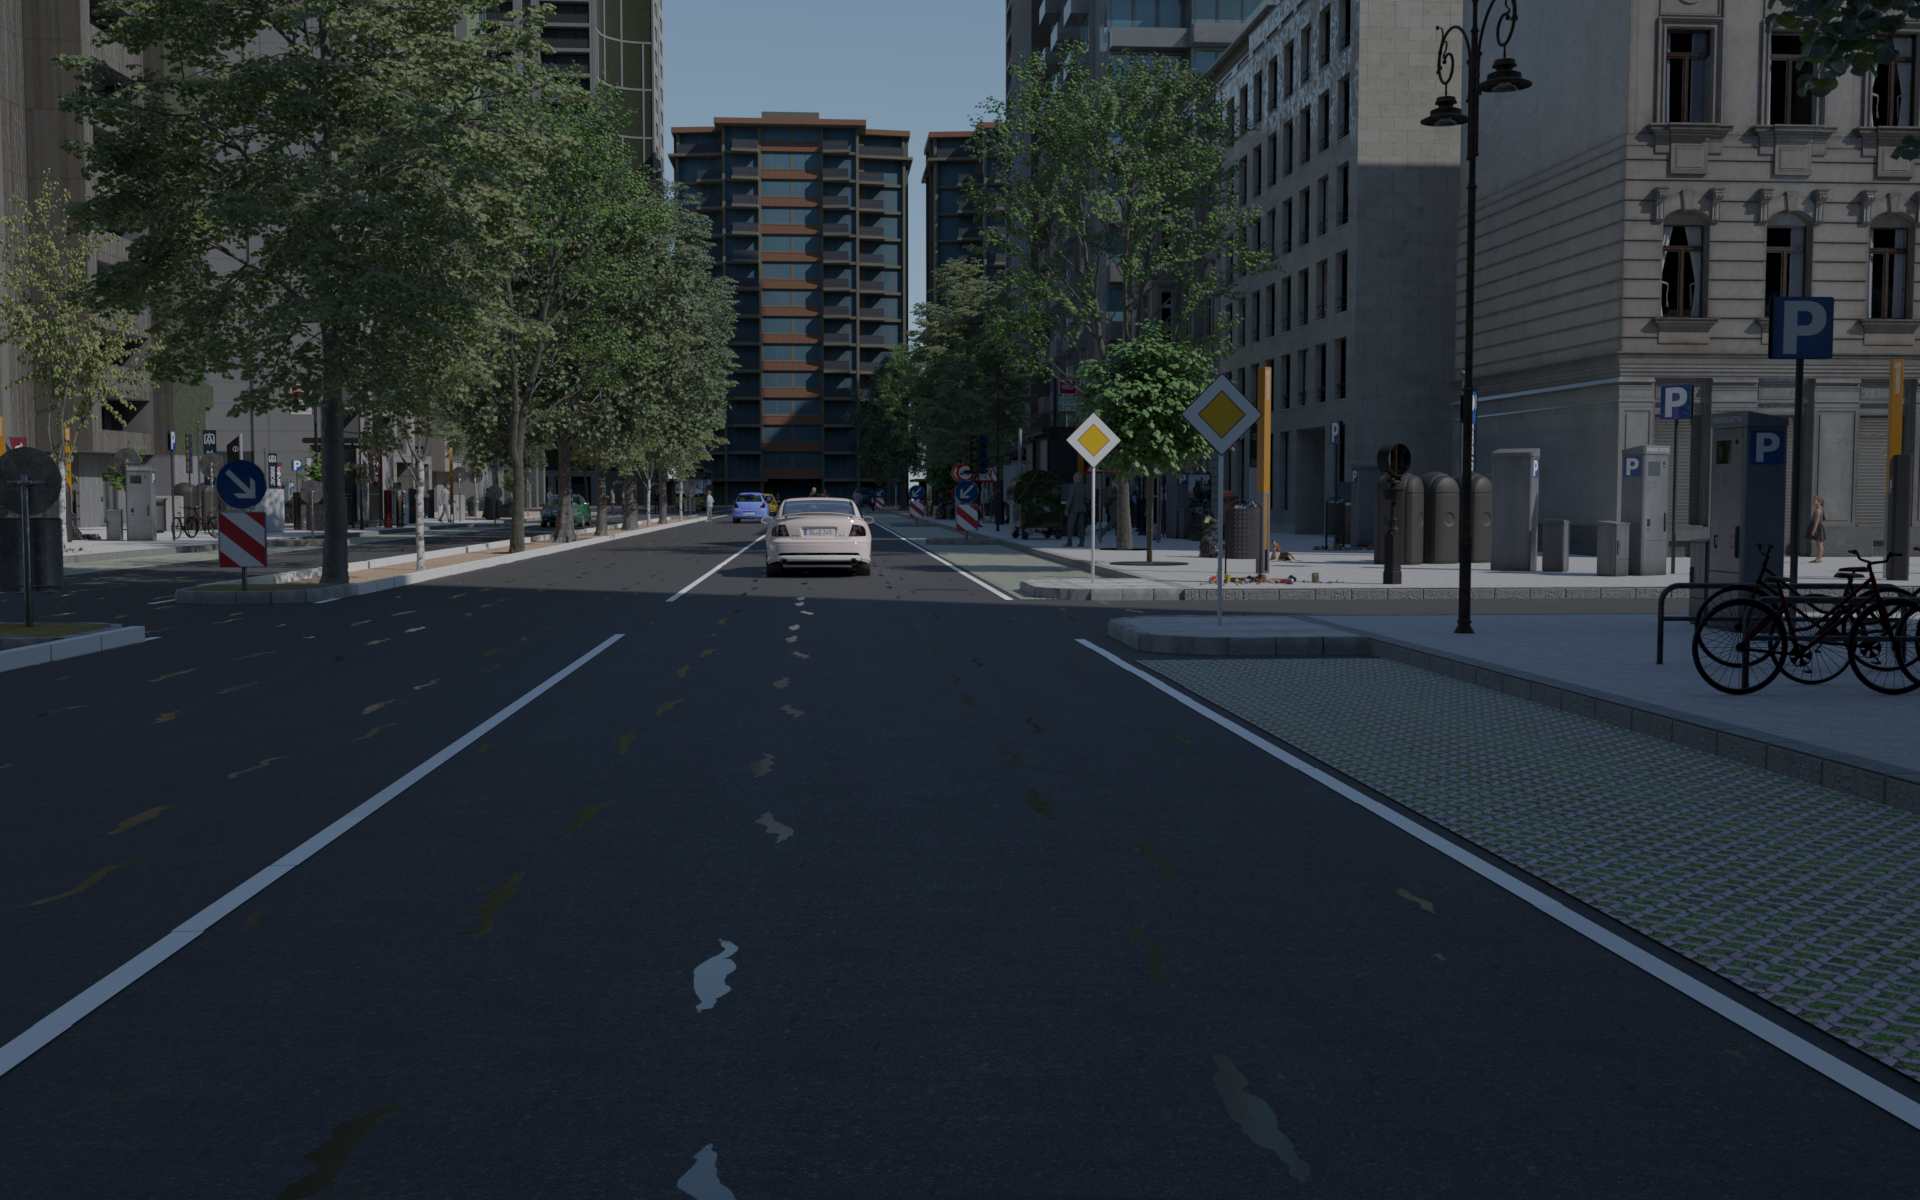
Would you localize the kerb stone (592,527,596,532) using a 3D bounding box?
[{"bbox_3d":[-13.829,-2.604,64.764,0.120,0.150,1.000,0,4,-4],"label":"kerb stone"}]

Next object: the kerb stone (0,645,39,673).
[{"bbox_3d":[-7.783,0.485,14.274,0.120,0.150,1.000,0,4,-4],"label":"kerb stone"}]

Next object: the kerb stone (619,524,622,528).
[{"bbox_3d":[-14.473,-3.104,72.952,0.120,0.150,1.000,0,4,-4],"label":"kerb stone"}]

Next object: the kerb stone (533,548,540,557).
[{"bbox_3d":[-9.738,-1.048,39.333,0.120,0.150,1.000,0,4,-4],"label":"kerb stone"}]

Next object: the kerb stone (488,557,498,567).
[{"bbox_3d":[-9.330,-0.730,34.227,0.120,0.150,1.000,0,4,-4],"label":"kerb stone"}]

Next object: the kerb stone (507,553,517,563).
[{"bbox_3d":[-9.491,-0.858,36.273,0.120,0.150,1.000,0,4,-4],"label":"kerb stone"}]

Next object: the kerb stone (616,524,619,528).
[{"bbox_3d":[-14.393,-3.042,71.933,0.120,0.150,1.000,0,4,-4],"label":"kerb stone"}]

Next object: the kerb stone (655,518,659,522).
[{"bbox_3d":[-15.743,-4.106,89.332,0.120,0.150,1.000,0,4,-4],"label":"kerb stone"}]

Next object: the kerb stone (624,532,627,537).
[{"bbox_3d":[-11.098,-2.111,56.706,0.120,0.150,1.000,0,4,-4],"label":"kerb stone"}]

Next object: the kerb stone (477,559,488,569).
[{"bbox_3d":[-9.262,-0.673,33.206,0.120,0.150,1.000,0,4,-4],"label":"kerb stone"}]

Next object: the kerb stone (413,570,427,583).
[{"bbox_3d":[-8.859,-0.358,28.095,0.120,0.150,1.000,0,4,-4],"label":"kerb stone"}]

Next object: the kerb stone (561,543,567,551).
[{"bbox_3d":[-10.052,-1.296,43.418,0.120,0.150,1.000,0,4,-4],"label":"kerb stone"}]

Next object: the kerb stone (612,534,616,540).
[{"bbox_3d":[-10.857,-1.924,53.649,0.120,0.150,1.000,0,4,-4],"label":"kerb stone"}]

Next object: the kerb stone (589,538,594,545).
[{"bbox_3d":[-10.455,-1.611,48.536,0.120,0.150,1.000,0,4,-4],"label":"kerb stone"}]

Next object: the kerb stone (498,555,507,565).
[{"bbox_3d":[-9.426,-0.793,35.250,0.120,0.150,1.000,0,4,-4],"label":"kerb stone"}]

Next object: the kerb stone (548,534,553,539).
[{"bbox_3d":[-13.028,-1.978,54.541,0.120,0.150,1.000,0,4,-4],"label":"kerb stone"}]

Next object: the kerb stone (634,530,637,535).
[{"bbox_3d":[-11.335,-2.298,59.774,0.120,0.150,1.000,0,4,-4],"label":"kerb stone"}]

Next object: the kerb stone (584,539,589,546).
[{"bbox_3d":[-10.378,-1.546,47.513,0.120,0.150,1.000,0,4,-4],"label":"kerb stone"}]

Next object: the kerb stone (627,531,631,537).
[{"bbox_3d":[-11.169,-2.174,57.734,0.120,0.150,1.000,0,4,-4],"label":"kerb stone"}]

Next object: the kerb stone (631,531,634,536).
[{"bbox_3d":[-11.256,-2.229,58.753,0.120,0.150,1.000,0,4,-4],"label":"kerb stone"}]

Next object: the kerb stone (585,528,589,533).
[{"bbox_3d":[-13.667,-2.477,62.717,0.120,0.150,1.000,0,4,-4],"label":"kerb stone"}]

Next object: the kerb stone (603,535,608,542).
[{"bbox_3d":[-10.689,-1.796,51.599,0.120,0.150,1.000,0,4,-4],"label":"kerb stone"}]

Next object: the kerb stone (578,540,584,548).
[{"bbox_3d":[-10.294,-1.486,46.494,0.120,0.150,1.000,0,4,-4],"label":"kerb stone"}]

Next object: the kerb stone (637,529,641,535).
[{"bbox_3d":[-11.407,-2.361,60.794,0.120,0.150,1.000,0,4,-4],"label":"kerb stone"}]

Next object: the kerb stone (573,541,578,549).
[{"bbox_3d":[-10.215,-1.423,45.469,0.120,0.150,1.000,0,4,-4],"label":"kerb stone"}]

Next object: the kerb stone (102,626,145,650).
[{"bbox_3d":[-7.937,0.360,16.316,0.120,0.150,1.000,0,4,-4],"label":"kerb stone"}]

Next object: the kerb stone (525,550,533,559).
[{"bbox_3d":[-9.654,-0.986,38.311,0.120,0.150,1.000,0,4,-4],"label":"kerb stone"}]

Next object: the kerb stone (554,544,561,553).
[{"bbox_3d":[-9.973,-1.235,42.397,0.120,0.150,1.000,0,4,-4],"label":"kerb stone"}]

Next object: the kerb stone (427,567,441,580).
[{"bbox_3d":[-8.944,-0.423,29.118,0.120,0.150,1.000,0,4,-4],"label":"kerb stone"}]

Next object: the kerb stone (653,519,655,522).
[{"bbox_3d":[-15.588,-3.976,87.288,0.120,0.150,1.000,0,4,-4],"label":"kerb stone"}]

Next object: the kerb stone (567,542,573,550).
[{"bbox_3d":[-10.131,-1.360,44.438,0.120,0.150,1.000,0,4,-4],"label":"kerb stone"}]

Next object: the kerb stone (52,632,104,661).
[{"bbox_3d":[-7.856,0.422,15.293,0.120,0.150,1.000,0,4,-4],"label":"kerb stone"}]

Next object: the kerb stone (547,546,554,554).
[{"bbox_3d":[-9.889,-1.173,41.378,0.120,0.150,1.000,0,4,-4],"label":"kerb stone"}]

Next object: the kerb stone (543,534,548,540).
[{"bbox_3d":[-12.944,-1.916,53.522,0.120,0.150,1.000,0,4,-4],"label":"kerb stone"}]

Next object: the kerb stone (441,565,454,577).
[{"bbox_3d":[-9.025,-0.485,30.139,0.120,0.150,1.000,0,4,-4],"label":"kerb stone"}]

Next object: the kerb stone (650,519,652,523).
[{"bbox_3d":[-15.414,-3.856,85.236,0.120,0.150,1.000,0,4,-4],"label":"kerb stone"}]

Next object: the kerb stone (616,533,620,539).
[{"bbox_3d":[-10.939,-1.986,54.668,0.120,0.150,1.000,0,4,-4],"label":"kerb stone"}]

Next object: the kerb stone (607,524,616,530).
[{"bbox_3d":[-14.310,-2.980,70.914,0.120,0.150,1.000,0,4,-4],"label":"kerb stone"}]

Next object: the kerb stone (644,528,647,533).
[{"bbox_3d":[-11.576,-2.486,62.837,0.120,0.150,1.000,0,4,-4],"label":"kerb stone"}]

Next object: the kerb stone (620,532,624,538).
[{"bbox_3d":[-11.007,-2.048,55.688,0.120,0.150,1.000,0,4,-4],"label":"kerb stone"}]

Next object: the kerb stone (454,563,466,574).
[{"bbox_3d":[-9.101,-0.548,31.158,0.120,0.150,1.000,0,4,-4],"label":"kerb stone"}]

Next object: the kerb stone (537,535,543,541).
[{"bbox_3d":[-12.870,-1.845,52.486,0.120,0.150,1.000,0,4,-4],"label":"kerb stone"}]

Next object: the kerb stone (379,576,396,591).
[{"bbox_3d":[-8.698,-0.235,26.043,0.120,0.150,1.000,0,4,-4],"label":"kerb stone"}]

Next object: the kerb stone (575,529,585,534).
[{"bbox_3d":[-13.591,-2.414,61.690,0.120,0.150,1.000,0,4,-4],"label":"kerb stone"}]

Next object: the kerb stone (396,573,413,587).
[{"bbox_3d":[-8.774,-0.296,27.075,0.120,0.150,1.000,0,4,-4],"label":"kerb stone"}]

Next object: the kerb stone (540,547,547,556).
[{"bbox_3d":[-9.816,-1.111,40.354,0.120,0.150,1.000,0,4,-4],"label":"kerb stone"}]

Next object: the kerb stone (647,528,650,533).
[{"bbox_3d":[-11.651,-2.543,63.857,0.120,0.150,1.000,0,4,-4],"label":"kerb stone"}]

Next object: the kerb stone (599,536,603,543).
[{"bbox_3d":[-10.613,-1.736,50.579,0.120,0.150,1.000,0,4,-4],"label":"kerb stone"}]

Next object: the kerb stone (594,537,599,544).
[{"bbox_3d":[-10.533,-1.674,49.557,0.120,0.150,1.000,0,4,-4],"label":"kerb stone"}]

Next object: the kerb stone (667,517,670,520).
[{"bbox_3d":[-16.382,-4.597,97.507,0.120,0.150,1.000,0,4,-4],"label":"kerb stone"}]

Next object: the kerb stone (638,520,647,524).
[{"bbox_3d":[-15.256,-3.728,83.189,0.120,0.150,1.000,0,4,-4],"label":"kerb stone"}]

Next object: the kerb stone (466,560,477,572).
[{"bbox_3d":[-9.181,-0.611,32.180,0.120,0.150,1.000,0,4,-4],"label":"kerb stone"}]

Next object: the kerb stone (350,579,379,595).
[{"bbox_3d":[-8.619,-0.170,25.017,0.120,0.150,1.000,0,4,-4],"label":"kerb stone"}]

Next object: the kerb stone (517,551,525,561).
[{"bbox_3d":[-9.580,-0.922,37.291,0.120,0.150,1.000,0,4,-4],"label":"kerb stone"}]

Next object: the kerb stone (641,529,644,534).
[{"bbox_3d":[-11.489,-2.423,61.818,0.120,0.150,1.000,0,4,-4],"label":"kerb stone"}]

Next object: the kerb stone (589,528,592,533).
[{"bbox_3d":[-13.748,-2.541,63.740,0.120,0.150,1.000,0,4,-4],"label":"kerb stone"}]

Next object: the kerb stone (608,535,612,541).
[{"bbox_3d":[-10.773,-1.861,52.630,0.120,0.150,1.000,0,4,-4],"label":"kerb stone"}]
